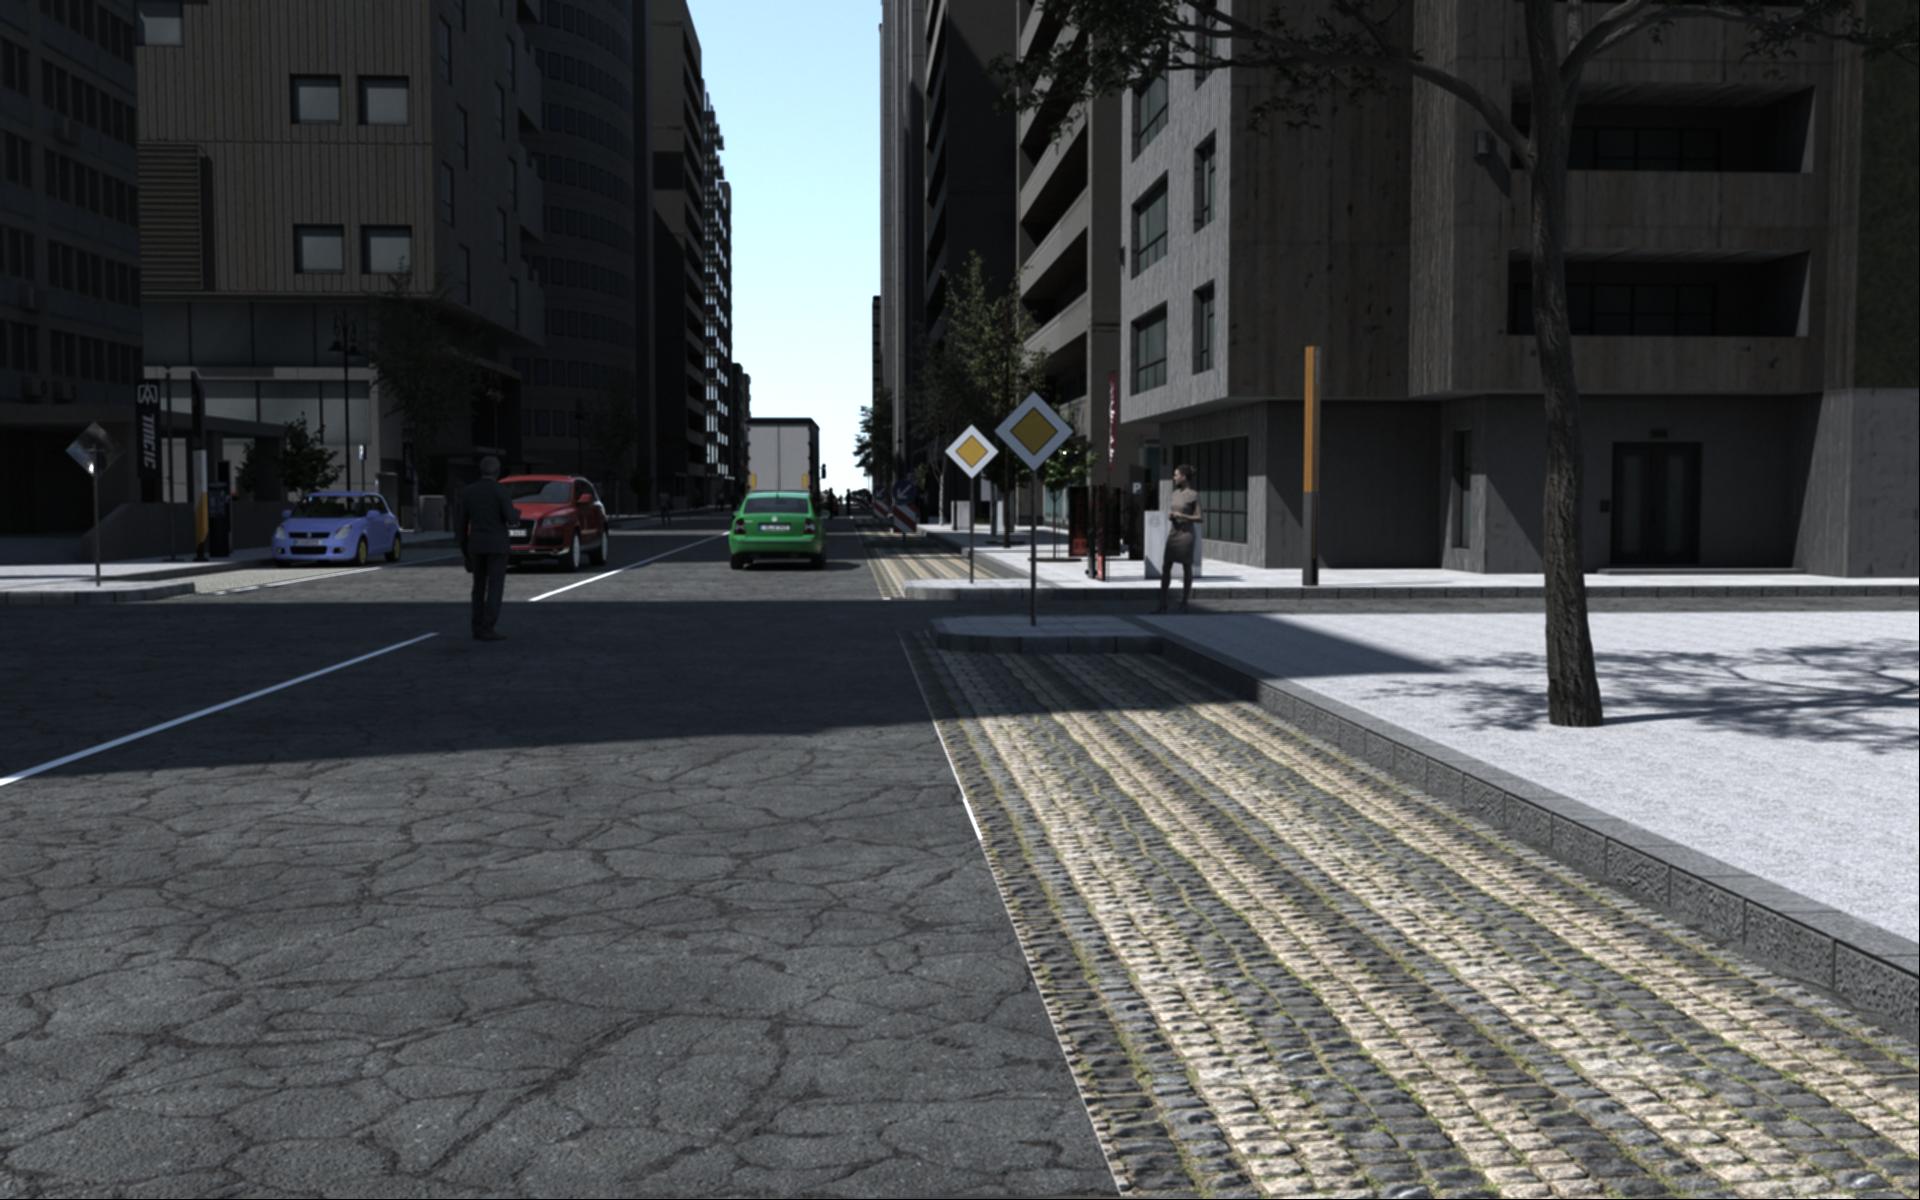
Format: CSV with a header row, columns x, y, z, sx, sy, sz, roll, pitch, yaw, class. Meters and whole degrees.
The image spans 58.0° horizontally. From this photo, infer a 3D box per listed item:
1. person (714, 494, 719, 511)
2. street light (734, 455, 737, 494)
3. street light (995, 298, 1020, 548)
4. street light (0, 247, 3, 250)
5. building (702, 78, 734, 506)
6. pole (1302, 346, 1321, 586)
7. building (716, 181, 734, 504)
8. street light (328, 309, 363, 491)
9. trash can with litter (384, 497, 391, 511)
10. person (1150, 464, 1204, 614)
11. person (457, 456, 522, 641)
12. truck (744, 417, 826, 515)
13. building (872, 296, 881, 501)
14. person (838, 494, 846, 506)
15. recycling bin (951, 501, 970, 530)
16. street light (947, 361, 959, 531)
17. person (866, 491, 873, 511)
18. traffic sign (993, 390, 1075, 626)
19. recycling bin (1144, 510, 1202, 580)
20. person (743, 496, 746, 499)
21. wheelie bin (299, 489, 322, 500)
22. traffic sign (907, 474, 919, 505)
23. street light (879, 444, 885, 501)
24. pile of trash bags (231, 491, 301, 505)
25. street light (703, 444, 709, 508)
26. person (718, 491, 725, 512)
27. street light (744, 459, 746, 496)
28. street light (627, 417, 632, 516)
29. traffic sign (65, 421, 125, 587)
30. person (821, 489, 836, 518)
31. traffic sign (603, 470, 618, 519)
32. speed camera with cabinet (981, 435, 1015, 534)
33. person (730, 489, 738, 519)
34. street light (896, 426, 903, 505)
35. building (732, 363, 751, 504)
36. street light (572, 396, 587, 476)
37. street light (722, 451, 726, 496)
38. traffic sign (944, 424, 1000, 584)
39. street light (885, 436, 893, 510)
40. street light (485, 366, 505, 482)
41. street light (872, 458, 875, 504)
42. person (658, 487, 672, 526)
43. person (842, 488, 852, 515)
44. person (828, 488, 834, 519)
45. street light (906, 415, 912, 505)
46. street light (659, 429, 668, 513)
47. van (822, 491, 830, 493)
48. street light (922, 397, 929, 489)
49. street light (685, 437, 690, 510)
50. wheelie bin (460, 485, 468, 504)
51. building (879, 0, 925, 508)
x,y,z,sx,sy,sz,roll,pitch,yaw,class
-20.172,-8.085,143.915,0.599,1.433,0.991,-1,4,-17,person
-26.273,-14.072,202.859,0.468,5.910,1.993,0,4,-4,street light
1.120,-4.172,41.007,0.468,5.910,1.993,0,4,-4,street light
-13.957,-3.149,24.279,0.468,5.910,1.993,0,4,-4,street light
-38.307,-35.311,196.940,23.786,49.044,30.456,0,4,-4,building
4.889,-1.849,24.071,0.158,3.312,0.155,0,3,0,pole
-36.361,-32.797,219.821,14.154,41.232,14.086,0,4,-4,building
-15.351,-4.318,43.391,0.468,5.910,1.993,0,4,-4,street light
-30.711,-5.001,93.151,1.055,1.170,0.624,0,4,8,trash can with litter
2.586,-0.719,20.594,0.374,1.781,0.599,-3,5,-40,person
-4.618,-0.517,17.127,0.661,1.801,0.590,1,4,15,person
-6.890,-4.894,68.933,2.839,4.237,11.283,0,4,-3,truck
-5.778,-29.370,251.894,14.160,30.474,14.107,0,4,-4,building
-11.918,-9.871,173.155,1.065,1.426,0.557,-1,4,-19,person
0.103,-3.078,62.886,0.722,1.027,0.722,1,4,11,recycling bin
-0.162,-5.349,60.252,0.468,5.910,1.993,0,4,-4,street light
-7.655,-8.399,146.746,0.541,1.710,0.530,1,4,15,person
0.712,-0.805,16.807,0.795,2.450,0.064,0,4,-4,traffic sign
3.246,-0.845,26.363,0.722,1.027,0.722,2,4,24,recycling bin
-20.123,-9.491,164.391,1.217,1.735,0.721,3,4,38,person
-23.304,-3.324,62.259,0.693,1.594,0.980,-3,5,-41,wheelie bin
-2.283,-5.039,84.514,0.606,2.300,0.079,0,4,5,traffic sign
-6.793,-11.240,156.565,0.468,5.910,1.993,0,4,-4,street light
-23.604,-3.041,59.473,3.447,1.369,1.912,-3,5,-42,pile of trash bags
-23.304,-11.411,159.365,0.468,5.910,1.993,0,4,-4,street light
-19.437,-8.026,140.655,0.436,1.711,0.756,3,5,45,person
-27.572,-15.261,222.296,0.468,5.910,1.993,0,4,-4,street light
-19.240,-7.822,100.679,0.468,5.910,1.993,0,4,-4,street light
-11.951,-1.243,23.966,0.795,2.450,0.064,0,4,-4,traffic sign
-8.182,-5.893,105.644,1.217,1.735,0.721,0,4,7,person
-18.183,-5.502,90.057,0.768,2.556,0.104,0,4,5,traffic sign
1.244,-3.832,56.983,0.660,3.252,2.038,1,4,18,speed camera with cabinet
-13.171,-5.601,100.993,0.541,1.710,0.530,-3,5,-39,person
-4.111,-8.892,118.165,0.468,5.910,1.993,0,4,-4,street light
-43.739,-24.244,241.421,27.650,21.520,28.899,0,4,-4,building
-17.932,-6.665,81.763,0.468,5.910,1.993,0,4,-4,street light
-24.934,-12.877,183.325,0.468,5.910,1.993,0,4,-4,street light
0.166,-1.292,24.773,0.795,2.450,0.064,0,4,-4,traffic sign
-5.511,-10.060,137.276,0.468,5.910,1.993,0,4,-4,street light
-16.719,-5.487,62.505,0.468,5.910,1.993,0,4,-4,street light
-9.840,-13.909,200.204,0.468,5.910,1.993,0,4,-4,street light
-13.112,-4.163,77.161,0.593,1.750,0.643,-1,4,-21,person
-7.723,-6.781,119.380,0.705,1.822,1.348,-2,4,-28,person
-7.556,-5.655,101.055,0.705,1.812,1.348,0,4,-7,person
-2.877,-7.749,99.483,0.468,5.910,1.993,0,4,-4,street light
-20.579,-9.016,120.206,0.468,5.910,1.993,0,4,-4,street light
-17.714,-13.632,229.894,2.013,2.044,4.112,0,4,-4,van
-1.575,-6.567,80.164,0.468,5.910,1.993,0,4,-4,street light
-21.886,-10.186,139.324,0.468,5.910,1.993,0,4,-4,street light
-16.933,-3.195,60.149,0.980,1.594,0.693,2,4,28,wheelie bin
1.014,-40.642,206.487,21.231,58.520,28.212,0,4,-4,building
